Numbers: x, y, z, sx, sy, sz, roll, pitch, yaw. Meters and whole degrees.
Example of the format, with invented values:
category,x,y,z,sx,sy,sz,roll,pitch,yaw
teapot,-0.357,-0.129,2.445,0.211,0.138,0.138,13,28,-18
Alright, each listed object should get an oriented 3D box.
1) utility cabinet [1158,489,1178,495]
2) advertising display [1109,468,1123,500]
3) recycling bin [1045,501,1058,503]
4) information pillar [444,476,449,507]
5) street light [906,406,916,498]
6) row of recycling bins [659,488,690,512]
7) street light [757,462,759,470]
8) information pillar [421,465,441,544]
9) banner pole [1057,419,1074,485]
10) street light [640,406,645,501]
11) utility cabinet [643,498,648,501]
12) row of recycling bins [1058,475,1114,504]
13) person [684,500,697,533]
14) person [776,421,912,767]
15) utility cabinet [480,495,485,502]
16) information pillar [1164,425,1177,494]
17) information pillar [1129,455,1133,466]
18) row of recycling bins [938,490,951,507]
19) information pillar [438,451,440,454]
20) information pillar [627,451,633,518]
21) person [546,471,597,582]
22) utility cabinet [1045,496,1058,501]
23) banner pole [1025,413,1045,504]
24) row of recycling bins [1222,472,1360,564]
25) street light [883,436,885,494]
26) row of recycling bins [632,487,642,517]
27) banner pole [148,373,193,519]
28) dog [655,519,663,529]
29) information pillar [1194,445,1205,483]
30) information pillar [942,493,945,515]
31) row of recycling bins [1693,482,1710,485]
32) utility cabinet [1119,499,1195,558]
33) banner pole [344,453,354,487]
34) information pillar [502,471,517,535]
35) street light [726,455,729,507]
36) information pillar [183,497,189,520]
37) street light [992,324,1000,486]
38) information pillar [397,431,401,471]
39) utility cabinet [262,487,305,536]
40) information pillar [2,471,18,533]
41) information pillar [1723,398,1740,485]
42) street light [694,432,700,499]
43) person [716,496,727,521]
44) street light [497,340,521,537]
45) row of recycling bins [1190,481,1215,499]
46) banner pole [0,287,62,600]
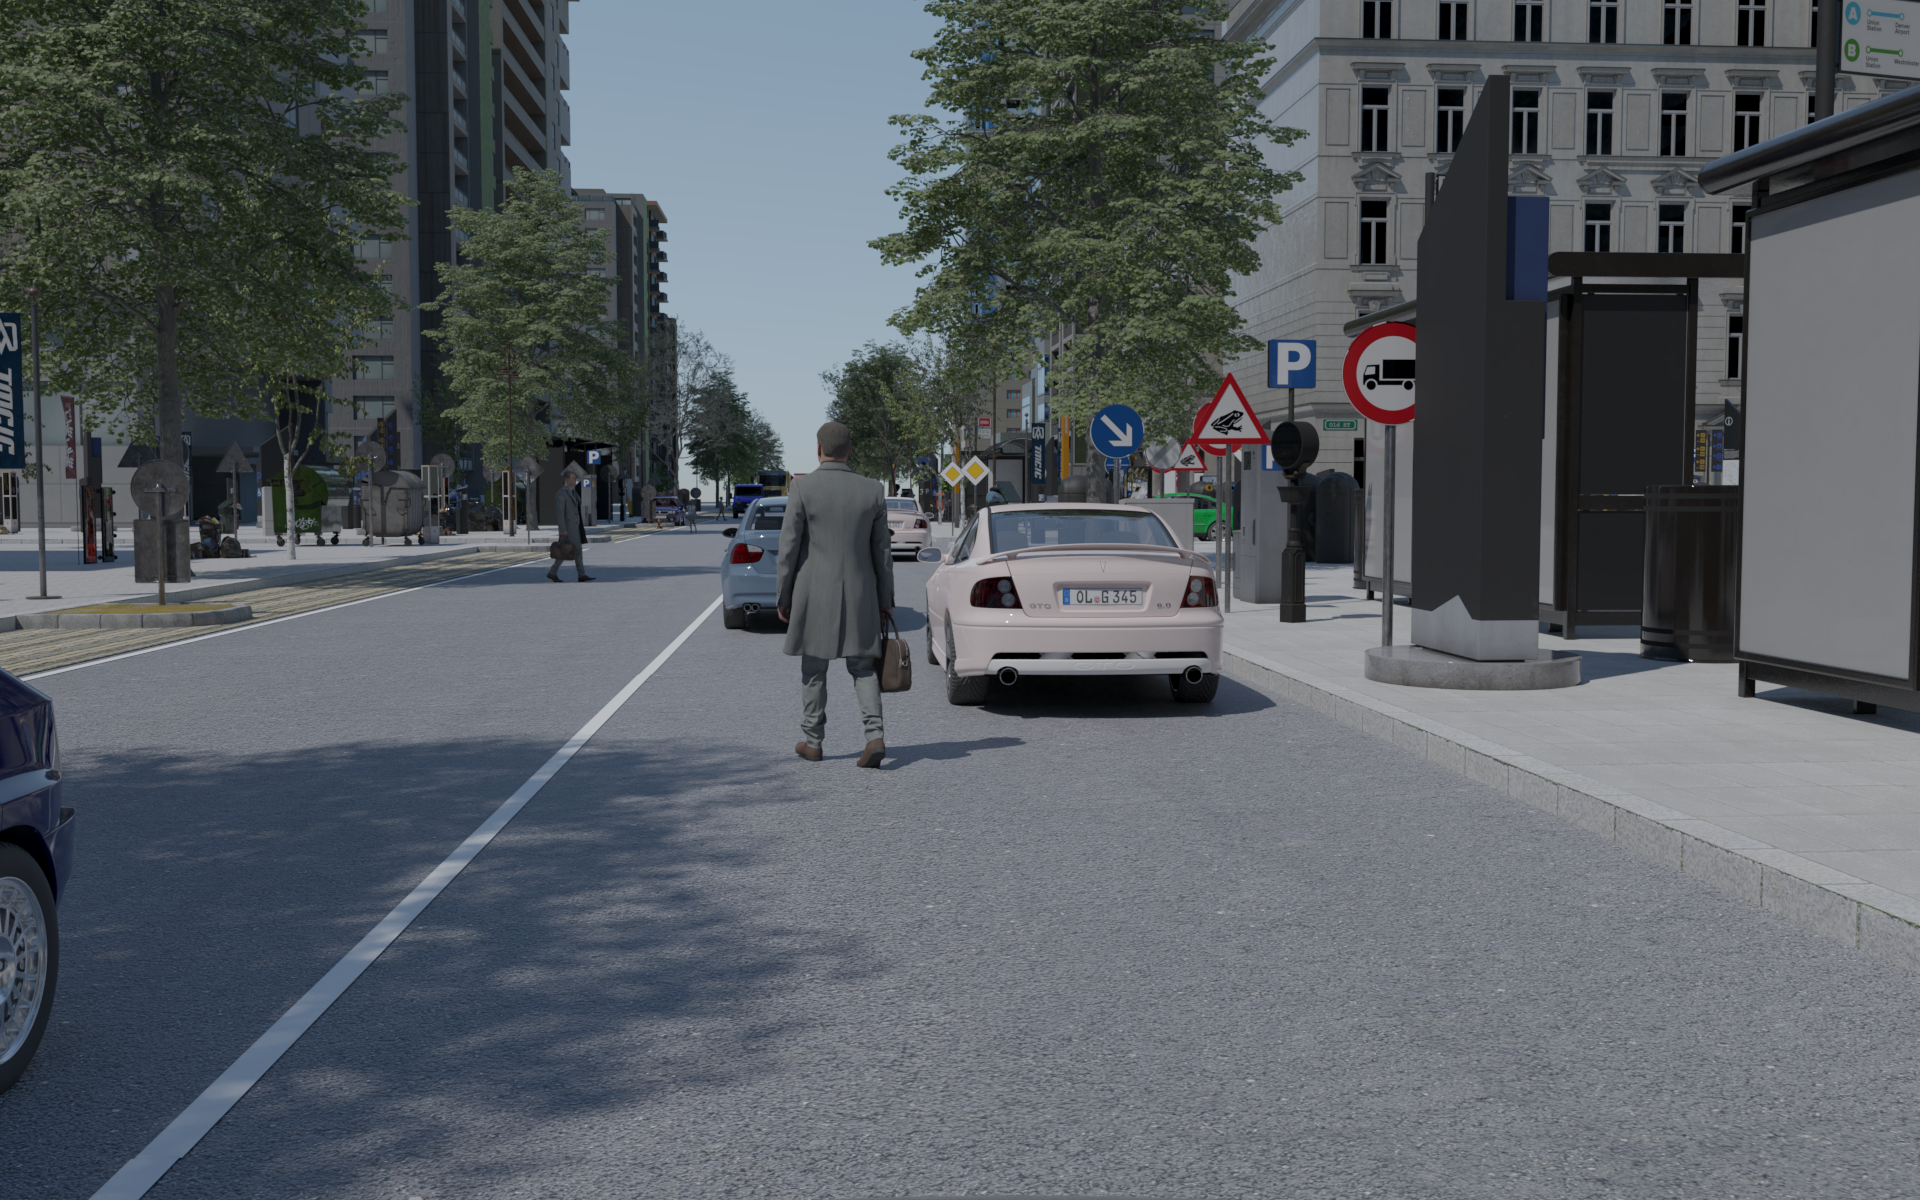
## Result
category,x,y,z,sx,sy,sz,roll,pitch,yaw
utility cabinet,9.720,-4.425,81.034,0.318,1.500,1.173,3,5,43
advertising display,3.880,-2.304,42.891,0.123,1.923,0.974,1,4,22
recycling bin,2.975,-2.988,61.401,0.722,1.027,0.722,3,4,36
information pillar,-20.626,-3.958,69.212,0.304,2.012,0.304,2,4,23
street light,-2.499,-7.042,87.918,0.468,5.910,1.993,0,4,-4
row of recycling bins,-20.212,-7.038,122.187,1.069,1.692,3.534,1,4,21
street light,-28.978,-16.910,249.270,0.468,5.910,1.993,0,4,-4
information pillar,-13.546,-2.436,44.314,0.304,2.012,0.304,2,4,35
banner pole,3.554,-4.149,57.851,0.863,3.779,0.401,-3,4,-38
street light,-16.579,-7.188,90.308,0.468,5.910,1.993,0,4,-4
utility cabinet,-17.076,-5.253,94.570,0.318,1.500,1.173,0,4,3
row of recycling bins,2.879,-1.934,38.740,1.069,1.692,3.534,1,4,13
person,-9.996,-3.100,64.204,0.505,1.210,0.382,0,4,-6
person,-0.643,-0.036,9.191,0.694,1.812,0.767,-1,4,-21
utility cabinet,-31.554,-6.285,113.928,0.306,1.237,1.020,-2,4,-32
information pillar,6.931,-4.031,57.267,0.504,3.616,0.183,2,4,32
information pillar,9.551,-6.449,96.793,0.183,3.616,0.504,-1,4,-9
row of recycling bins,-1.145,-6.858,119.233,1.069,1.692,3.534,-1,4,-18
information pillar,-28.201,-6.276,93.961,0.183,3.616,0.504,-2,4,-32
information pillar,-18.078,-6.323,94.734,0.183,3.616,0.504,-2,4,-34
person,-6.327,-1.196,28.157,0.767,1.812,0.694,1,4,10
utility cabinet,3.592,-3.475,67.976,0.306,1.237,1.020,3,4,38
banner pole,2.270,-3.885,53.538,0.863,3.779,0.401,-1,4,-19
row of recycling bins,6.418,-1.605,33.357,1.069,1.692,3.534,-2,4,-25
street light,-5.531,-9.381,126.168,0.468,5.910,1.993,0,4,-4
row of recycling bins,-18.533,-5.672,99.853,1.069,1.692,3.534,0,4,-4
banner pole,-16.518,-2.811,35.973,0.401,3.779,0.863,2,4,33
dog,-12.376,-3.099,70.869,0.550,0.427,0.748,2,4,26
information pillar,9.500,-4.736,68.788,0.183,3.616,0.504,-3,4,-38
information pillar,-1.067,-5.965,102.013,0.304,2.012,0.304,1,4,11
row of recycling bins,24.188,-3.126,58.219,3.534,1.692,1.069,-3,4,-37
utility cabinet,2.752,-0.803,24.291,1.020,1.237,0.306,-1,4,-13
banner pole,-37.185,-7.056,105.383,0.863,3.779,0.401,0,4,4
information pillar,-14.286,-3.085,54.925,0.304,2.012,0.304,2,4,34
street light,-22.520,-11.861,166.720,0.468,5.910,1.993,0,4,-4
information pillar,-28.583,-3.622,63.708,0.304,2.012,0.304,0,3,0
street light,0.881,-4.374,44.308,0.468,5.910,1.993,0,4,-4
information pillar,-20.898,-4.457,64.229,0.183,3.616,0.504,1,4,19
utility cabinet,-20.541,-2.686,52.593,1.173,1.500,0.318,-3,4,-36
information pillar,-30.954,-3.177,56.442,0.304,2.012,0.304,1,4,11
information pillar,18.831,-3.114,42.268,0.183,3.616,0.504,-2,4,-27
street light,-19.480,-9.505,128.198,0.468,5.910,1.993,0,4,-4
person,-12.850,-4.918,93.183,0.640,1.303,0.475,-2,4,-33
street light,-13.512,-4.849,52.061,0.468,5.910,1.993,0,4,-4
row of recycling bins,8.935,-2.914,54.758,3.534,1.692,1.069,0,4,-4
banner pole,-11.450,-1.899,21.066,0.863,3.779,0.401,0,4,-7
